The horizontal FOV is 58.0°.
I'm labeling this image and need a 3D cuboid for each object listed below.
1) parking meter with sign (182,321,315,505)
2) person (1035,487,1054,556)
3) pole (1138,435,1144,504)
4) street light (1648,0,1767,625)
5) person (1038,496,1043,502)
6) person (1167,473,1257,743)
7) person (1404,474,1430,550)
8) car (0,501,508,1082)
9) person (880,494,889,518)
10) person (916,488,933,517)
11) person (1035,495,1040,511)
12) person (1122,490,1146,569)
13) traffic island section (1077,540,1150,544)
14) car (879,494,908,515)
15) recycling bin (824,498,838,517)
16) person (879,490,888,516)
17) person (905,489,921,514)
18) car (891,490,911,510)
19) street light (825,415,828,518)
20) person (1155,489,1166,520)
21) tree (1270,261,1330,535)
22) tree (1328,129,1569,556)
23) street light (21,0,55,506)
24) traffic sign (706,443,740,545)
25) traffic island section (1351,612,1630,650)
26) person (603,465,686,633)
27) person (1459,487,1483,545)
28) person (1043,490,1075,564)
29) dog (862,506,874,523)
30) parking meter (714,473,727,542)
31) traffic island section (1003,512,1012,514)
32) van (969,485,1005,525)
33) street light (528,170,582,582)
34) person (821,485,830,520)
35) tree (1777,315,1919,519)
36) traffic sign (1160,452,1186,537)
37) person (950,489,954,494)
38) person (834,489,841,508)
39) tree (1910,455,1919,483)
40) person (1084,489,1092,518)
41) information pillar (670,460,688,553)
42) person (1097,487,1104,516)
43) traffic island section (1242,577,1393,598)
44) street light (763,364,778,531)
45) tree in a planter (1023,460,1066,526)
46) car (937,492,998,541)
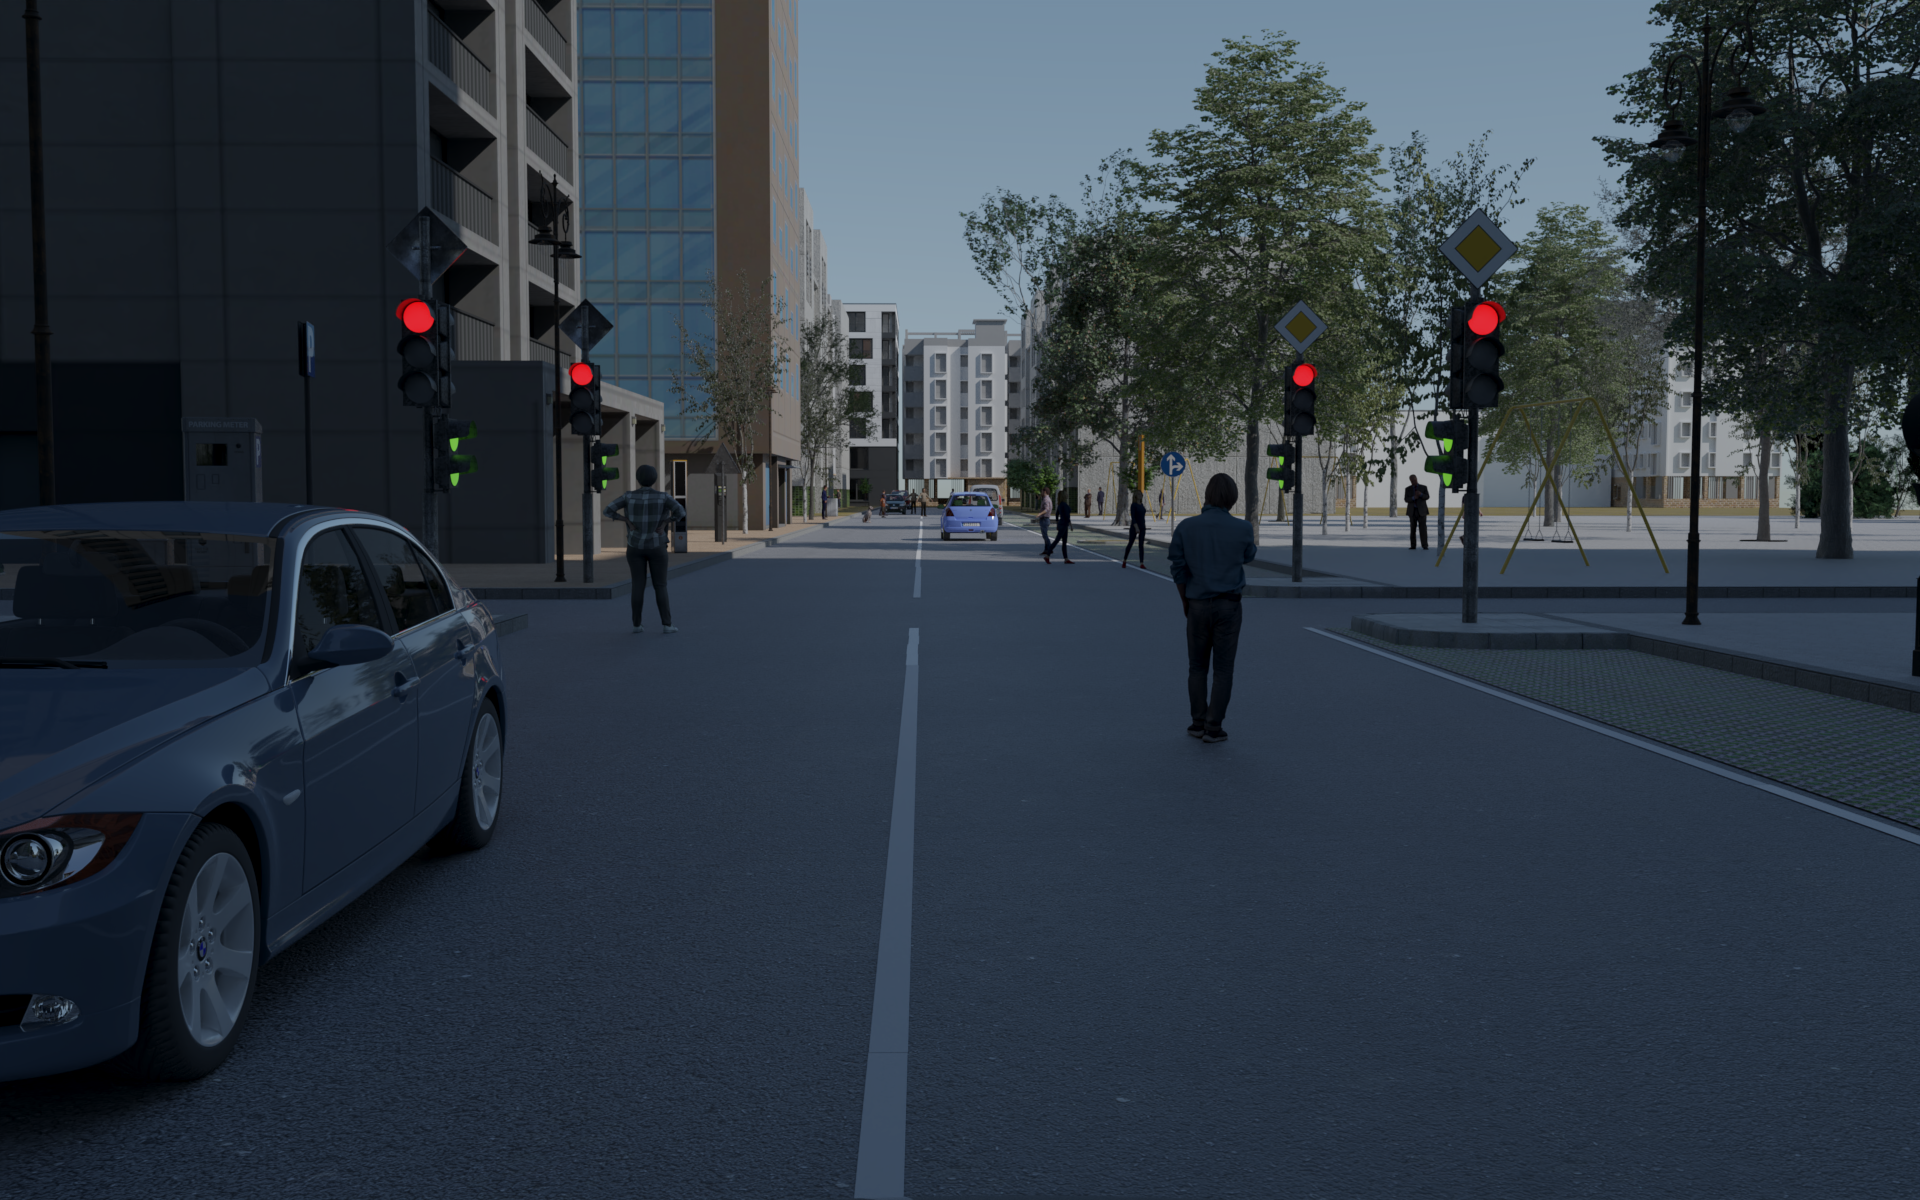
[{"bbox_3d":[-7.464,-1.301,17.537,1.738,3.016,0.543,-1,4,-13],"label":"parking meter with sign"},{"bbox_3d":[1.965,-1.825,40.293,0.435,1.587,0.963,0,4,2],"label":"person"},{"bbox_3d":[6.287,-4.056,60.159,0.158,3.312,0.155,0,3,0],"label":"pole"},{"bbox_3d":[7.198,-2.696,16.863,0.468,5.910,1.993,0,4,-1],"label":"street light"},{"bbox_3d":[5.708,-6.883,118.593,0.705,1.822,1.348,2,4,28],"label":"person"},{"bbox_3d":[1.449,0.042,10.033,0.499,1.552,0.429,3,5,39],"label":"person"},{"bbox_3d":[10.551,-2.033,39.974,0.565,1.739,0.600,0,4,-4],"label":"person"},{"bbox_3d":[-2.736,0.384,5.732,2.014,1.417,4.499,0,4,-2],"label":"car"},{"bbox_3d":[-4.633,-5.706,105.046,0.557,1.426,1.065,2,4,25],"label":"person"},{"bbox_3d":[-2.296,-6.221,110.229,1.348,1.823,0.705,-3,5,-39],"label":"person"},{"bbox_3d":[6.033,-7.897,135.178,0.705,1.822,1.348,0,4,-7],"label":"person"},{"bbox_3d":[3.356,-1.364,33.338,0.613,1.512,0.480,2,4,33],"label":"person"},{"bbox_3d":[4.414,-1.672,50.211,1.991,0.108,1.994,0,4,-1],"label":"traffic island section"},{"bbox_3d":[-4.635,-6.789,120.784,2.009,1.686,4.222,0,4,-3],"label":"car"},{"bbox_3d":[-7.375,-5.290,99.048,0.722,1.027,0.722,0,4,1],"label":"recycling bin"},{"bbox_3d":[-5.041,-6.396,114.002,0.530,1.710,0.541,-2,4,-25],"label":"person"},{"bbox_3d":[-3.342,-7.078,124.243,1.348,1.823,0.705,1,4,12],"label":"person"},{"bbox_3d":[-5.568,-9.275,160.325,2.281,1.827,5.304,0,4,1],"label":"car"},{"bbox_3d":[-7.259,-7.400,93.785,0.468,5.910,1.993,0,4,-1],"label":"street light"},{"bbox_3d":[10.024,-4.783,86.451,0.471,1.553,0.569,2,4,32],"label":"person"},{"bbox_3d":[11.448,-6.328,53.821,4.737,8.622,4.395,0,3,0],"label":"tree"},{"bbox_3d":[9.945,-5.224,35.767,4.737,8.622,4.395,0,3,0],"label":"tree"},{"bbox_3d":[-5.428,-2.288,10.199,0.468,5.910,1.993,0,4,-1],"label":"street light"},{"bbox_3d":[-6.007,-2.681,43.841,0.884,2.594,0.081,0,4,4],"label":"traffic sign"},{"bbox_3d":[5.112,0.305,17.297,2.009,0.180,2.903,0,4,-1],"label":"traffic island section"},{"bbox_3d":[-3.227,-0.529,17.874,0.841,1.734,0.376,0,4,2],"label":"person"},{"bbox_3d":[12.672,-2.129,43.061,0.569,1.553,0.471,0,4,-7],"label":"person"},{"bbox_3d":[2.040,-1.495,35.490,0.613,1.512,0.480,-2,4,-24],"label":"person"},{"bbox_3d":[-4.657,-4.270,86.645,0.513,0.831,0.800,-1,4,-20],"label":"dog"},{"bbox_3d":[-6.401,-2.482,46.298,0.255,1.863,0.399,-2,4,-24],"label":"parking meter"},{"bbox_3d":[2.771,-6.381,127.200,1.991,0.108,1.994,0,4,-1],"label":"traffic island section"},{"bbox_3d":[1.116,-4.512,80.777,2.013,2.044,4.112,0,4,-1],"label":"van"},{"bbox_3d":[-5.846,-3.204,25.166,0.468,5.910,1.993,0,4,-1],"label":"street light"},{"bbox_3d":[-6.758,-4.912,87.061,0.504,1.737,0.576,-1,4,-11],"label":"person"},{"bbox_3d":[52.260,-11.686,92.893,18.604,14.587,13.155,0,4,-6],"label":"tree"},{"bbox_3d":[6.392,-3.177,52.047,0.768,2.556,0.104,0,4,2],"label":"traffic sign"},{"bbox_3d":[-0.442,-7.289,127.538,0.599,1.838,0.709,-1,4,-9],"label":"person"},{"bbox_3d":[-11.189,-9.217,157.278,0.750,1.759,0.617,-1,4,-16],"label":"person"},{"bbox_3d":[47.966,-6.837,74.692,11.467,7.101,20.602,-1,4,-18],"label":"tree"},{"bbox_3d":[6.827,-5.143,92.407,0.388,1.546,0.482,-3,5,-41],"label":"person"},{"bbox_3d":[-6.099,-2.023,37.568,0.304,2.012,0.304,-1,4,-23],"label":"information pillar"},{"bbox_3d":[8.385,-5.892,103.291,0.541,1.710,0.530,-1,4,-23],"label":"person"},{"bbox_3d":[4.942,-0.183,25.281,2.009,0.180,2.903,0,4,-1],"label":"traffic island section"},{"bbox_3d":[-6.550,-5.318,59.737,0.468,5.910,1.993,0,4,-1],"label":"street light"},{"bbox_3d":[3.828,-4.907,77.452,1.991,3.239,1.994,0,4,-1],"label":"tree in a planter"},{"bbox_3d":[0.260,-2.729,54.211,1.945,1.707,3.694,0,4,-2],"label":"car"}]
